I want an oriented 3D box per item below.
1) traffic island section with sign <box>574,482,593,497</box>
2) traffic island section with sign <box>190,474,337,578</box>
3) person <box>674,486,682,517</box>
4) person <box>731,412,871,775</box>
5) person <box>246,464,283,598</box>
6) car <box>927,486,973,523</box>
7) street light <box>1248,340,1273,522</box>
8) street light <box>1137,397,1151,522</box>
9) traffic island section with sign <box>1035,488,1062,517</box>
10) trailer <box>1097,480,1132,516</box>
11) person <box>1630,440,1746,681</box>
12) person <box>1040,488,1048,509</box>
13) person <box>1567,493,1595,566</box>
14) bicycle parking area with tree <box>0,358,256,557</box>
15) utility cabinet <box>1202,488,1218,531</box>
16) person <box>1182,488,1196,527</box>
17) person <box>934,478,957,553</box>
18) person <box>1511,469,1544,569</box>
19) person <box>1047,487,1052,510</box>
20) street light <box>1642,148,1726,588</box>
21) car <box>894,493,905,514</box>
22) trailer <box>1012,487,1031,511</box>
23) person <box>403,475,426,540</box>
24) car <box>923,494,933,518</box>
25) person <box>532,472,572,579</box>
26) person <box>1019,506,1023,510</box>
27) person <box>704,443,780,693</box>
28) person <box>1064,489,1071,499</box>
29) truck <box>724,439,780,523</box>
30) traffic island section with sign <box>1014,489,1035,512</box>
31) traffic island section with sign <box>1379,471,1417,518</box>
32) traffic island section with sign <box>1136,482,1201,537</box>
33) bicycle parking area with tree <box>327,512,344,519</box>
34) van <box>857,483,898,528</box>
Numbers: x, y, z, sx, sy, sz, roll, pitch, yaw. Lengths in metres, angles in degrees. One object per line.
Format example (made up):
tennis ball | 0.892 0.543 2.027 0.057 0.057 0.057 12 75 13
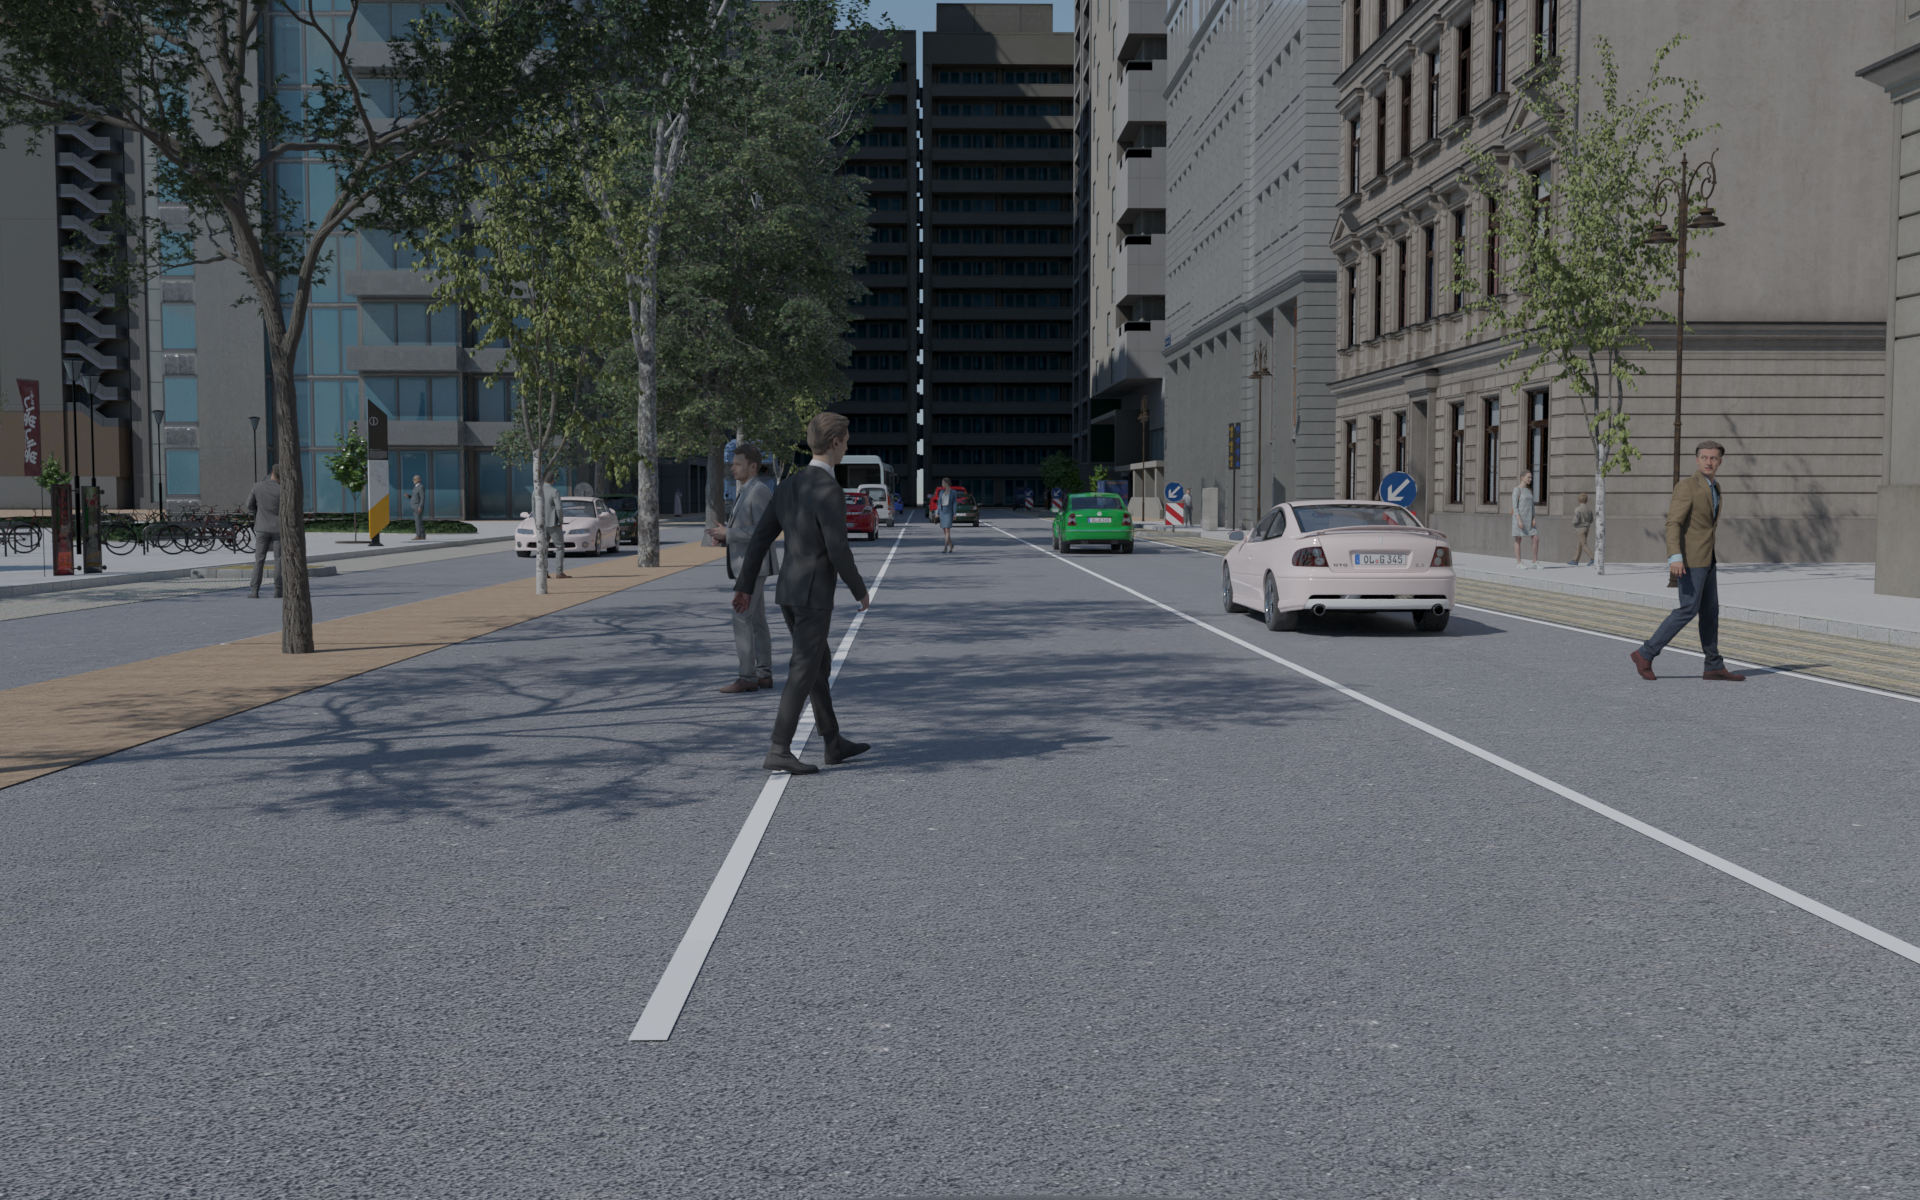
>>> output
traffic island section with sign | -12.665 -3.026 58.106 1.989 1.847 2.006 0 4 -1
traffic island section with sign | -12.033 -1.318 30.185 1.989 1.847 2.006 0 4 -1
person | -15.874 -5.561 97.628 0.621 1.740 0.551 -3 5 -41
person | -0.723 -0.044 8.991 0.755 1.850 0.659 -3 4 -38
person | -9.538 -0.956 23.939 0.655 1.846 0.447 -1 4 -10
car | -0.482 -4.753 86.387 2.281 1.827 5.304 0 4 -2
street light | 9.037 -4.859 52.228 0.468 5.910 1.993 0 4 -1
street light | 8.559 -6.602 80.726 0.468 5.910 1.993 0 4 -1
traffic island section with sign | 5.867 -6.063 107.750 1.989 1.847 2.006 0 4 -1
trailer | 6.369 -4.053 73.314 1.471 1.999 3.904 0 4 -2
person | 5.602 -0.297 13.268 0.836 1.842 0.656 1 4 18
person | 7.212 -8.545 145.759 0.705 1.824 1.348 -2 4 -33
person | 11.095 -1.258 30.883 0.475 1.303 0.640 -3 5 -43
bicycle parking area with tree | -19.868 -3.180 38.999 9.016 4.147 8.231 -1 4 -10
utility cabinet | 8.709 -3.164 60.406 0.318 1.500 1.173 0 4 -4
person | 8.973 -3.627 67.936 0.523 1.515 0.503 2 4 24
person | -0.281 -2.060 42.197 0.581 1.822 0.654 3 5 41
person | 9.634 -1.378 29.572 0.512 1.701 0.522 -2 4 -30
person | 7.003 -7.937 135.448 0.705 1.869 1.348 0 4 -6
street light | 9.802 -3.108 23.608 0.468 5.910 1.993 0 4 -1
car | -4.911 -6.973 123.604 1.945 1.707 3.694 0 4 -2
trailer | 5.064 -8.384 144.121 1.471 1.999 3.904 0 4 -3
person | -15.219 -2.580 48.407 0.590 1.801 0.661 -3 4 -37
car | -1.206 -5.740 105.651 2.131 1.459 4.920 0 4 0
person | -6.913 -1.259 29.191 0.635 1.810 0.391 1 4 14
person | 5.303 -8.811 153.088 0.617 1.759 0.750 -2 4 -27
person | -1.617 -0.242 12.653 0.583 1.804 0.606 -2 4 -25
person | 8.113 -7.570 130.488 0.551 1.740 0.621 1 4 11
truck | -10.270 -6.190 90.968 2.967 4.110 18.799 0 4 -1
traffic island section with sign | 5.257 -7.760 135.503 1.989 1.847 2.006 0 4 -1
traffic island section with sign | 7.572 -1.380 31.190 1.989 1.847 2.006 0 4 -1
traffic island section with sign | 6.972 -3.028 58.138 1.989 1.847 2.006 0 4 -1
bicycle parking area with tree | -26.891 -4.576 61.825 9.016 4.147 8.231 2 4 27
van | -3.730 -4.194 75.576 2.013 2.044 4.112 0 4 0
